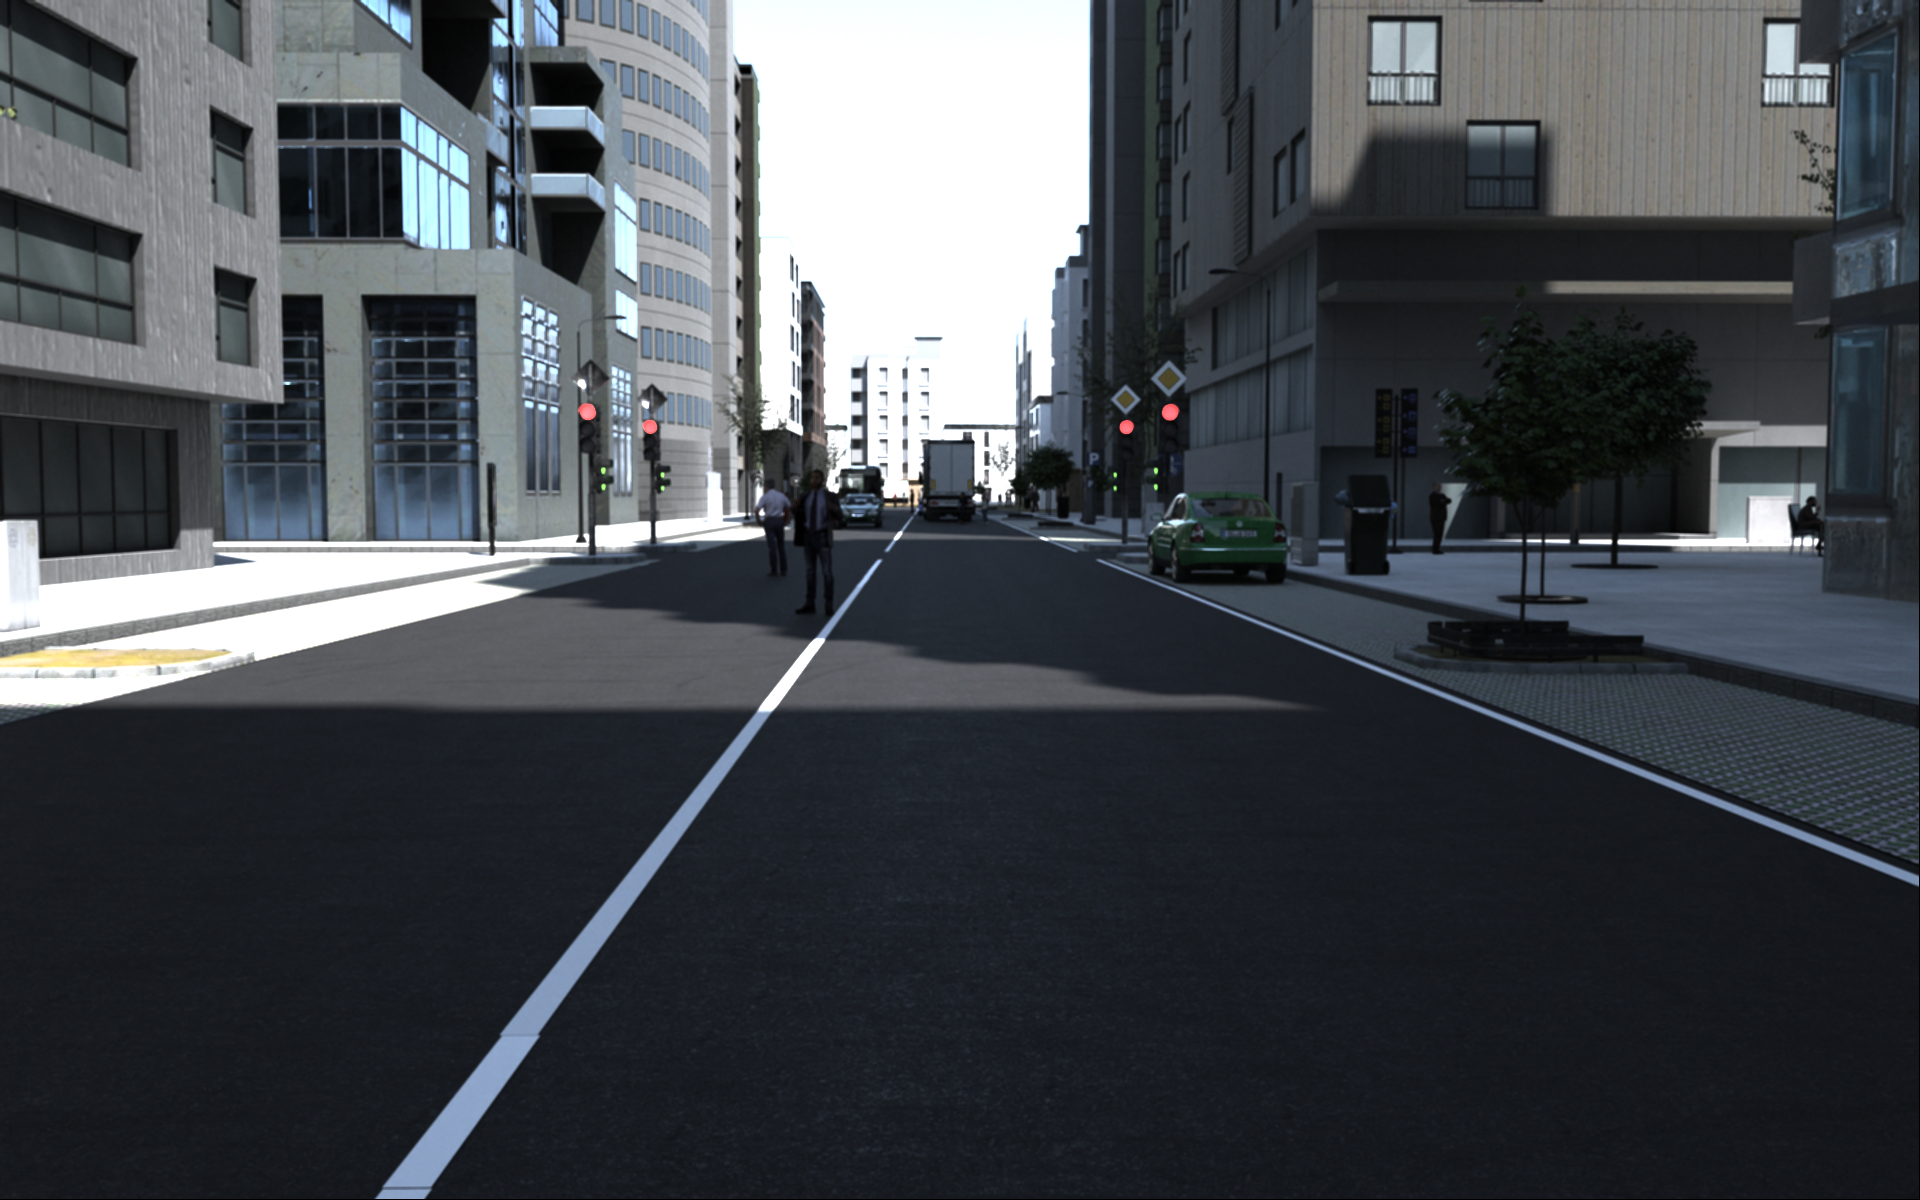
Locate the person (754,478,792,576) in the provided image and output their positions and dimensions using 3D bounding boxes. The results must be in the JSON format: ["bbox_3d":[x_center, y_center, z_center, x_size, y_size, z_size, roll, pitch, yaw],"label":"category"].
[{"bbox_3d":[-3.307,-1.288,30.491,0.756,1.711,0.436,-2,4,-25],"label":"person"}]

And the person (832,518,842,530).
[{"bbox_3d":[-4.959,-3.221,69.449,0.655,0.850,0.859,3,5,41],"label":"person"}]

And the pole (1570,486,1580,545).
[{"bbox_3d":[15.490,-3.041,43.565,0.158,3.312,0.155,0,3,0],"label":"pole"}]

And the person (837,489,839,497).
[{"bbox_3d":[-12.674,-10.737,181.618,0.705,1.821,1.348,-2,4,-24],"label":"person"}]

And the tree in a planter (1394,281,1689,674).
[{"bbox_3d":[4.764,-1.061,14.570,1.991,3.239,1.994,0,4,-1],"label":"tree in a planter"}]

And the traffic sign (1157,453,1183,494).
[{"bbox_3d":[5.998,-3.026,49.576,0.768,2.556,0.104,1,4,9],"label":"traffic sign"}]

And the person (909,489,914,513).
[{"bbox_3d":[-3.680,-7.538,131.766,0.705,1.821,1.348,0,4,4],"label":"person"}]

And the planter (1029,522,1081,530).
[{"bbox_3d":[3.801,-2.973,69.747,1.991,0.319,1.994,0,4,-1],"label":"planter"}]

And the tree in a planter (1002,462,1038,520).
[{"bbox_3d":[3.331,-6.078,96.597,1.991,3.239,1.994,0,4,-1],"label":"tree in a planter"}]

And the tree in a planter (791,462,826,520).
[{"bbox_3d":[-8.459,-6.128,97.420,1.991,3.239,1.994,0,4,-1],"label":"tree in a planter"}]

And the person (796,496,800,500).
[{"bbox_3d":[-12.011,-7.490,131.721,0.991,1.433,0.599,0,4,-2],"label":"person"}]

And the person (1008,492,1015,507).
[{"bbox_3d":[5.007,-10.225,173.925,1.217,1.736,0.721,3,5,40],"label":"person"}]

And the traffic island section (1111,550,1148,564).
[{"bbox_3d":[4.386,-0.867,36.450,2.009,0.180,2.903,0,4,-1],"label":"traffic island section"}]

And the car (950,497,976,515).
[{"bbox_3d":[0.176,-6.911,122.778,2.009,1.686,4.222,0,4,-2],"label":"car"}]

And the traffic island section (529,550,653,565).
[{"bbox_3d":[-7.714,-0.854,36.245,2.009,0.180,2.903,0,4,-1],"label":"traffic island section"}]

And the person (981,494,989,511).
[{"bbox_3d":[2.066,-7.868,140.331,0.628,1.438,0.799,0,4,5],"label":"person"}]

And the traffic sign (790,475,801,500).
[{"bbox_3d":[-11.131,-7.159,117.151,0.768,2.556,0.104,0,3,0],"label":"traffic sign"}]

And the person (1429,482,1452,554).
[{"bbox_3d":[10.239,-1.752,36.955,0.482,1.546,0.388,-2,4,-34],"label":"person"}]

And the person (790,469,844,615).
[{"bbox_3d":[-1.716,-0.689,20.583,0.655,1.722,0.431,2,4,25],"label":"person"}]

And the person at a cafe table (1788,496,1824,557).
[{"bbox_3d":[18.108,-1.532,35.912,1.698,1.238,1.726,-3,4,-36],"label":"person at a cafe table"}]

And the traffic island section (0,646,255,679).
[{"bbox_3d":[-7.007,0.524,14.303,1.991,0.108,1.994,0,4,-1],"label":"traffic island section"}]

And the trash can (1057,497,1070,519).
[{"bbox_3d":[5.385,-4.817,90.403,0.748,1.137,0.748,0,3,0],"label":"trash can"}]

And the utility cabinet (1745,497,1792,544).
[{"bbox_3d":[20.723,-2.033,44.394,1.020,1.237,0.306,1,4,14],"label":"utility cabinet"}]

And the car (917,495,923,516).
[{"bbox_3d":[-1.893,-6.464,115.276,1.945,1.707,3.694,0,4,1],"label":"car"}]

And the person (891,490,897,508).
[{"bbox_3d":[-6.758,-10.452,179.323,0.705,1.831,1.348,1,4,20],"label":"person"}]

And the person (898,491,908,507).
[{"bbox_3d":[-6.163,-11.081,190.396,1.217,1.735,0.721,0,4,-3],"label":"person"}]

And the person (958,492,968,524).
[{"bbox_3d":[0.127,-4.337,81.951,0.480,1.512,0.613,0,4,8],"label":"person"}]

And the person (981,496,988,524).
[{"bbox_3d":[1.177,-4.295,82.636,0.435,1.345,0.340,1,4,21],"label":"person"}]

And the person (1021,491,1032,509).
[{"bbox_3d":[5.748,-8.442,144.077,1.348,1.823,0.705,2,4,30],"label":"person"}]

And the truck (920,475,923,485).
[{"bbox_3d":[-1.213,-8.195,129.912,3.469,3.379,9.791,0,4,-3],"label":"truck"}]

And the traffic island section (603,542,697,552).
[{"bbox_3d":[-7.853,-1.342,44.229,2.009,0.180,2.903,0,4,-1],"label":"traffic island section"}]

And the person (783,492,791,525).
[{"bbox_3d":[-7.952,-4.199,79.627,0.387,1.526,0.523,-1,4,-15],"label":"person"}]

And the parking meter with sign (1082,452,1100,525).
[{"bbox_3d":[5.489,-4.701,73.123,0.543,3.016,1.738,0,4,-6],"label":"parking meter with sign"}]

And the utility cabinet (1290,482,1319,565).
[{"bbox_3d":[6.227,-1.387,31.358,0.318,1.500,1.173,0,4,1],"label":"utility cabinet"}]

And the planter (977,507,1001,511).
[{"bbox_3d":[2.463,-7.668,146.514,1.991,0.319,1.994,0,4,-1],"label":"planter"}]

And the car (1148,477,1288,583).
[{"bbox_3d":[4.267,-1.243,29.120,1.959,1.807,4.718,0,4,-2],"label":"car"}]

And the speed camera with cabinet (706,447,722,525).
[{"bbox_3d":[-10.221,-4.757,72.113,0.660,3.252,2.038,-1,4,-9],"label":"speed camera with cabinet"}]

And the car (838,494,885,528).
[{"bbox_3d":[-4.309,-3.865,74.992,2.131,1.459,4.920,0,4,-1],"label":"car"}]

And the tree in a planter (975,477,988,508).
[{"bbox_3d":[1.989,-10.819,174.119,1.991,3.239,1.994,0,4,-1],"label":"tree in a planter"}]

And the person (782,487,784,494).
[{"bbox_3d":[-12.746,-7.283,125.148,0.705,1.821,1.348,1,4,17],"label":"person"}]

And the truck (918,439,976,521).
[{"bbox_3d":[-0.723,-6.457,94.490,2.839,4.237,11.283,0,4,-3],"label":"truck"}]

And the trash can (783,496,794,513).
[{"bbox_3d":[-10.939,-6.029,110.223,0.748,1.137,0.748,0,3,0],"label":"trash can"}]

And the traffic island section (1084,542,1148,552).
[{"bbox_3d":[4.247,-1.355,44.434,2.009,0.180,2.903,0,4,-1],"label":"traffic island section"}]

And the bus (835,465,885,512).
[{"bbox_3d":[-6.131,-6.947,108.449,2.948,3.499,13.247,0,4,-2],"label":"bus"}]

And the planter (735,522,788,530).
[{"bbox_3d":[-7.971,-2.973,69.747,1.991,0.319,1.994,0,4,-1],"label":"planter"}]
